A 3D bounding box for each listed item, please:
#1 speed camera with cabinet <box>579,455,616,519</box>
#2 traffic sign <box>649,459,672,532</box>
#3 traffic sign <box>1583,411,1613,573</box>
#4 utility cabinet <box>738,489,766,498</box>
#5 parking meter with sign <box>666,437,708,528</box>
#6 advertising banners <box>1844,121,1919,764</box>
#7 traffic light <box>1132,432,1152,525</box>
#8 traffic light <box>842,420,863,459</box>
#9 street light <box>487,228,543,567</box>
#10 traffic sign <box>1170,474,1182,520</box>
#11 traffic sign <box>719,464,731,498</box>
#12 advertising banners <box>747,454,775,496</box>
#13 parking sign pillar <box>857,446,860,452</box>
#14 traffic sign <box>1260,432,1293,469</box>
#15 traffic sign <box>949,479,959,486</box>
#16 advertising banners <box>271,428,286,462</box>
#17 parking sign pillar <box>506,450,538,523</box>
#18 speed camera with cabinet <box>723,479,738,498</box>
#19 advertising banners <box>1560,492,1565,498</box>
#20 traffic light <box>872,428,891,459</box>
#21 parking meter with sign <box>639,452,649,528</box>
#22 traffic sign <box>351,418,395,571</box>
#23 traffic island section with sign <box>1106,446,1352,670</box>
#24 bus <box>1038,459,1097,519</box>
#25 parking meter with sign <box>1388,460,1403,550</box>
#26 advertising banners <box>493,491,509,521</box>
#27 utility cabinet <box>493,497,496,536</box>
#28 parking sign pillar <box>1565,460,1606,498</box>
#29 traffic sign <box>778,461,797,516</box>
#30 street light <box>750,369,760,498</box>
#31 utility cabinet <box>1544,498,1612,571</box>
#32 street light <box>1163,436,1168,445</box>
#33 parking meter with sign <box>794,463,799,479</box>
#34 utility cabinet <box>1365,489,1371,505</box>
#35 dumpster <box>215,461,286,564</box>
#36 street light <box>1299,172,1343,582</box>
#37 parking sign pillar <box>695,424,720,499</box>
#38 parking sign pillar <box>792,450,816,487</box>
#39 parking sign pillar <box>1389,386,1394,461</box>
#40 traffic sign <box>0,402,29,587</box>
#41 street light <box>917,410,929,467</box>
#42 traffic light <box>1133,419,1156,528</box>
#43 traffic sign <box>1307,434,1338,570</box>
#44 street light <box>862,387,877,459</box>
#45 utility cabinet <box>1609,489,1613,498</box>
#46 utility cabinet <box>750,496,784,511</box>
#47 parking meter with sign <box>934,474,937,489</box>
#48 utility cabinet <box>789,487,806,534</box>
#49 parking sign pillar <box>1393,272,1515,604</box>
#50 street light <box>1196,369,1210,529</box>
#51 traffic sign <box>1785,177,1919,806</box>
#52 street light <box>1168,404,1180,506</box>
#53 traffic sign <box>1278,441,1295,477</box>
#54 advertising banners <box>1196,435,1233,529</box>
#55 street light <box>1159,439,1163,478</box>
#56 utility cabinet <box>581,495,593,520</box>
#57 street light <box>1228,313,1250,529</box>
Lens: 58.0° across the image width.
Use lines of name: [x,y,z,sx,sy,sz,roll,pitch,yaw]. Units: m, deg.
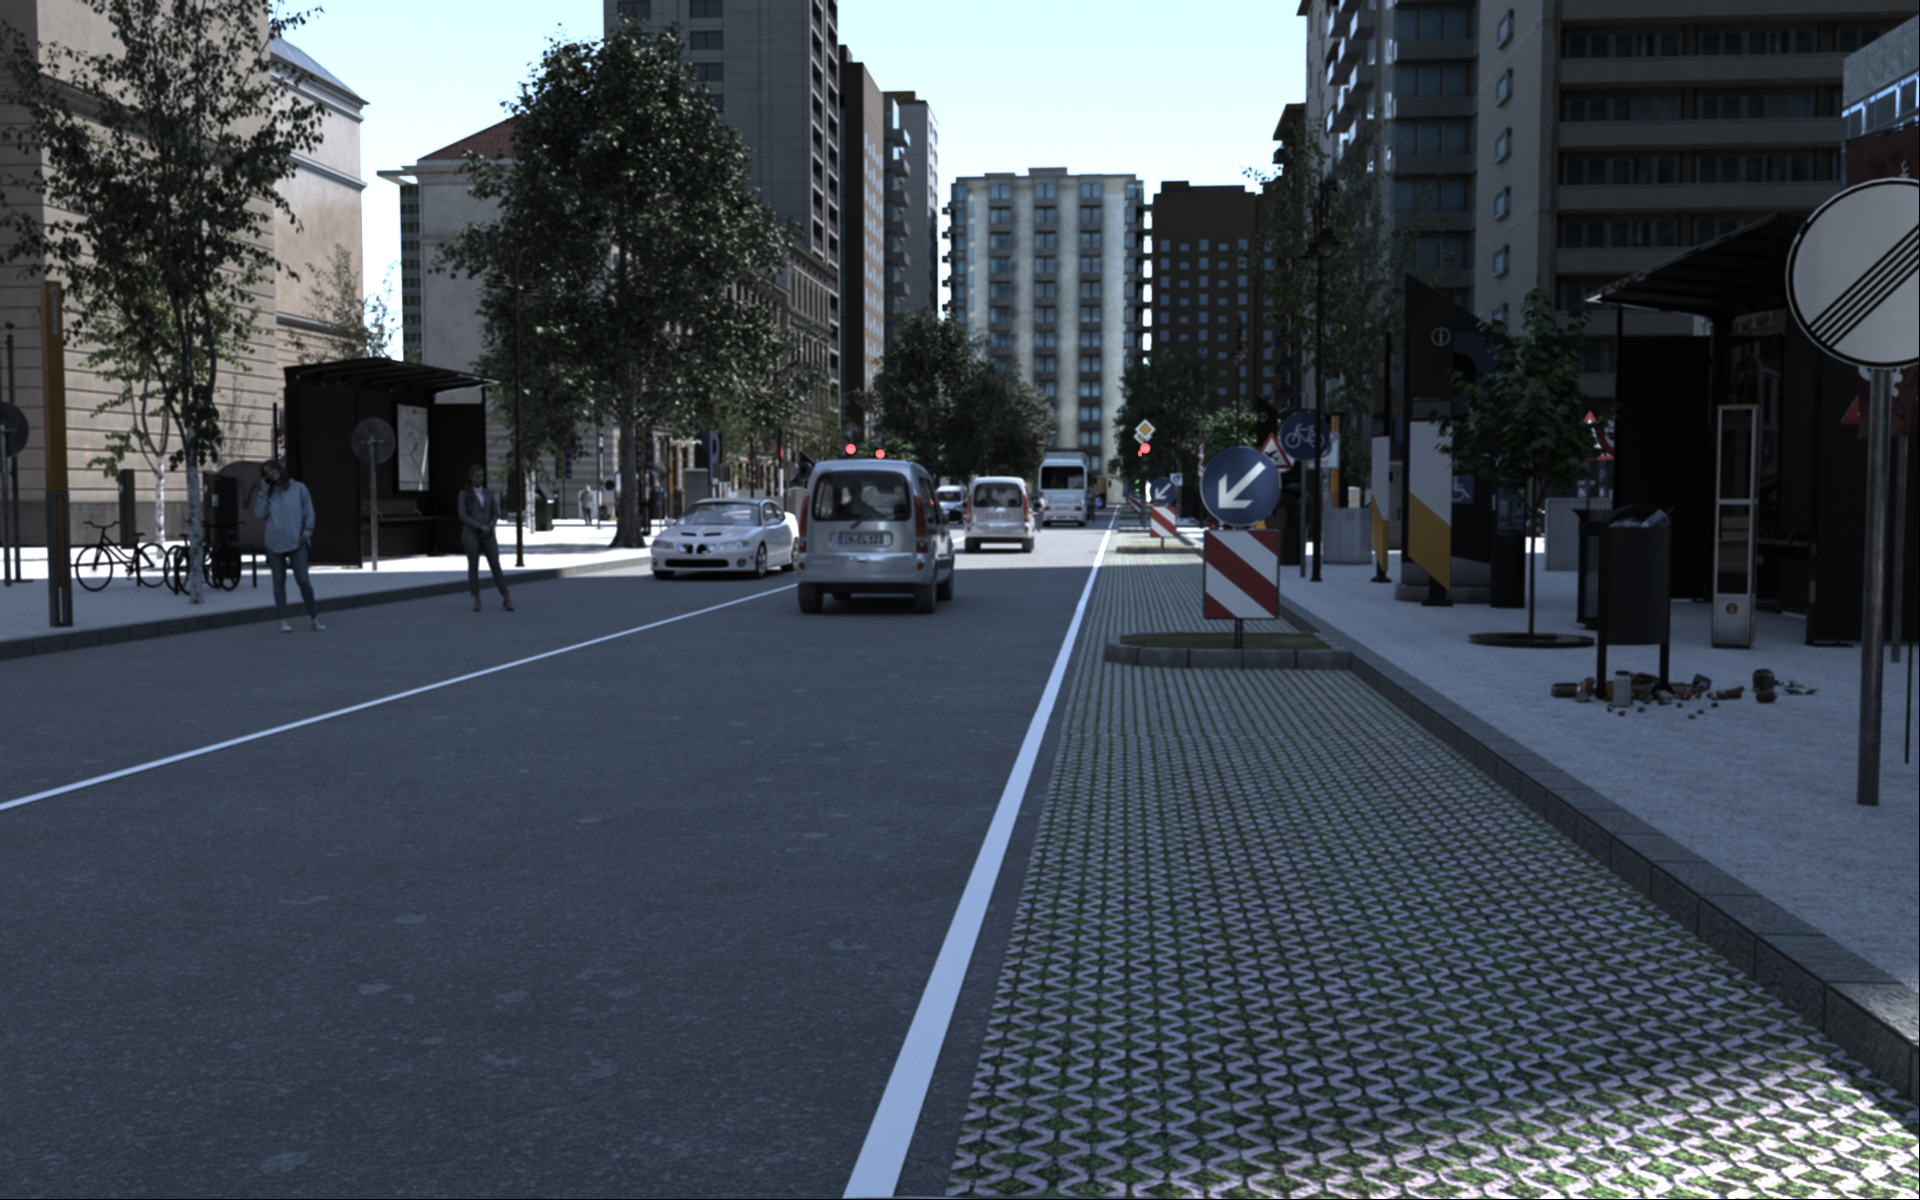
speed camera with cabinet: [-18.340,-5.733,88.063,2.038,3.252,0.660,1,4,13]
traffic sign: [-9.845,-3.409,56.928,0.795,2.450,0.064,1,4,10]
traffic sign: [9.873,-1.665,27.234,0.884,2.594,0.081,1,4,11]
utility cabinet: [-8.943,-4.018,74.378,1.173,1.500,0.318,-1,4,-17]
parking meter with sign: [-7.829,-3.373,51.414,1.738,3.016,0.543,-1,4,-12]
advertising banners: [4.642,-0.702,7.658,0.090,3.025,2.074,-1,4,-14]
traffic light: [7.633,-5.119,72.613,0.839,4.253,0.868,0,4,5]
traffic light: [-4.077,-4.694,65.669,0.839,4.253,0.868,0,4,5]
street light: [-7.770,-3.524,30.409,0.468,5.910,1.993,0,4,5]
traffic sign: [10.749,-5.137,86.114,0.606,2.300,0.079,1,4,12]
traffic sign: [-8.128,-3.498,59.328,0.606,2.300,0.079,1,4,13]
advertising banners: [-8.491,-4.893,76.188,2.074,3.025,0.090,-3,4,-38]
parking sign pillar: [-5.891,-6.482,94.458,1.447,3.967,1.447,2,4,29]
traffic sign: [6.512,-2.218,36.271,0.884,2.594,0.081,1,4,9]
traffic sign: [-0.381,-6.619,110.346,0.606,2.300,0.079,1,4,10]
advertising banners: [-18.649,-3.029,45.716,2.074,3.025,0.090,0,4,2]
parking sign pillar: [-19.573,-5.444,77.477,1.447,3.967,1.447,0,4,-7]
speed camera with cabinet: [-11.888,-5.862,90.173,0.660,3.252,2.038,-3,5,-44]
advertising banners: [28.573,-5.226,81.634,2.074,3.025,0.090,3,5,39]
traffic light: [-3.332,-5.180,73.619,0.839,4.253,0.868,0,4,5]
parking meter with sign: [-12.197,-4.281,66.256,0.543,3.016,1.738,0,4,3]
traffic sign: [-9.800,-1.763,28.927,0.768,2.556,0.104,0,4,6]
traffic island section with sign: [2.273,-0.391,15.027,1.989,1.847,2.006,0,4,5]
bus: [6.112,-6.309,98.011,2.948,3.499,13.247,0,4,6]
parking meter with sign: [9.940,-2.654,39.653,1.738,3.016,0.543,3,5,42]
advertising banners: [-22.735,-5.353,83.706,2.074,3.025,0.090,-1,4,-10]
utility cabinet: [-13.972,-2.468,51.517,0.306,1.237,1.020,-1,4,-18]
parking sign pillar: [22.010,-4.433,60.956,1.447,3.967,1.447,-3,5,-39]
traffic sign: [-6.560,-4.023,65.883,0.768,2.556,0.104,1,4,12]
street light: [-5.974,-4.704,49.692,0.468,5.910,1.993,0,4,5]
utility cabinet: [10.289,-1.082,28.858,1.020,1.237,0.306,0,4,7]
street light: [13.111,-8.282,108.199,0.468,5.910,1.993,0,4,5]
parking meter with sign: [-9.483,-6.193,97.519,0.543,3.016,1.738,-1,4,-16]
utility cabinet: [19.018,-4.411,80.792,0.318,1.500,1.173,-1,4,-17]
dumpster: [-12.323,-1.541,30.954,1.264,1.857,1.865,0,4,5]
street light: [5.233,-3.210,25.272,0.468,5.910,1.993,0,4,5]
parking sign pillar: [-7.803,-3.978,53.506,1.447,3.967,1.447,0,4,8]
parking sign pillar: [-9.308,-7.151,105.386,1.447,3.967,1.447,2,4,35]
parking sign pillar: [11.269,-3.362,43.446,1.447,3.967,1.447,-3,5,-40]
traffic sign: [-13.205,-1.458,23.945,0.768,2.556,0.104,1,4,13]
street light: [-1.985,-7.346,92.900,0.468,5.910,1.993,0,4,5]
traffic light: [6.888,-4.633,64.662,0.839,4.253,0.868,0,4,5]
traffic sign: [6.035,-1.645,29.021,0.606,2.300,0.079,1,4,12]
street light: [-3.836,-6.185,73.912,0.468,5.910,1.993,0,4,5]
utility cabinet: [30.934,-4.461,81.622,0.318,1.500,1.173,3,5,39]
utility cabinet: [-5.990,-2.608,53.803,1.020,1.237,0.306,-1,4,-21]
parking meter with sign: [-1.235,-8.890,141.610,1.738,3.016,0.543,-1,4,-18]
utility cabinet: [-5.236,-2.855,55.362,0.318,1.500,1.173,-1,4,-15]
parking sign pillar: [5.999,-1.980,20.845,1.447,3.967,1.447,1,4,14]
street light: [8.945,-5.574,63.918,0.468,5.910,1.993,0,4,5]
traffic sign: [3.756,-0.427,7.088,0.768,2.556,0.104,1,4,13]
street light: [11.011,-7.080,88.553,0.468,5.910,1.993,0,4,5]
traffic sign: [7.617,-2.524,41.379,0.768,2.556,0.104,1,4,9]
advertising banners: [7.543,-3.368,51.251,0.090,3.025,2.074,-2,4,-24]
street light: [14.887,-9.487,127.896,0.468,5.910,1.993,0,4,5]
utility cabinet: [-18.425,-4.543,85.440,0.306,1.237,1.020,-2,4,-29]
street light: [7.108,-4.373,44.286,0.468,5.910,1.993,0,4,5]
